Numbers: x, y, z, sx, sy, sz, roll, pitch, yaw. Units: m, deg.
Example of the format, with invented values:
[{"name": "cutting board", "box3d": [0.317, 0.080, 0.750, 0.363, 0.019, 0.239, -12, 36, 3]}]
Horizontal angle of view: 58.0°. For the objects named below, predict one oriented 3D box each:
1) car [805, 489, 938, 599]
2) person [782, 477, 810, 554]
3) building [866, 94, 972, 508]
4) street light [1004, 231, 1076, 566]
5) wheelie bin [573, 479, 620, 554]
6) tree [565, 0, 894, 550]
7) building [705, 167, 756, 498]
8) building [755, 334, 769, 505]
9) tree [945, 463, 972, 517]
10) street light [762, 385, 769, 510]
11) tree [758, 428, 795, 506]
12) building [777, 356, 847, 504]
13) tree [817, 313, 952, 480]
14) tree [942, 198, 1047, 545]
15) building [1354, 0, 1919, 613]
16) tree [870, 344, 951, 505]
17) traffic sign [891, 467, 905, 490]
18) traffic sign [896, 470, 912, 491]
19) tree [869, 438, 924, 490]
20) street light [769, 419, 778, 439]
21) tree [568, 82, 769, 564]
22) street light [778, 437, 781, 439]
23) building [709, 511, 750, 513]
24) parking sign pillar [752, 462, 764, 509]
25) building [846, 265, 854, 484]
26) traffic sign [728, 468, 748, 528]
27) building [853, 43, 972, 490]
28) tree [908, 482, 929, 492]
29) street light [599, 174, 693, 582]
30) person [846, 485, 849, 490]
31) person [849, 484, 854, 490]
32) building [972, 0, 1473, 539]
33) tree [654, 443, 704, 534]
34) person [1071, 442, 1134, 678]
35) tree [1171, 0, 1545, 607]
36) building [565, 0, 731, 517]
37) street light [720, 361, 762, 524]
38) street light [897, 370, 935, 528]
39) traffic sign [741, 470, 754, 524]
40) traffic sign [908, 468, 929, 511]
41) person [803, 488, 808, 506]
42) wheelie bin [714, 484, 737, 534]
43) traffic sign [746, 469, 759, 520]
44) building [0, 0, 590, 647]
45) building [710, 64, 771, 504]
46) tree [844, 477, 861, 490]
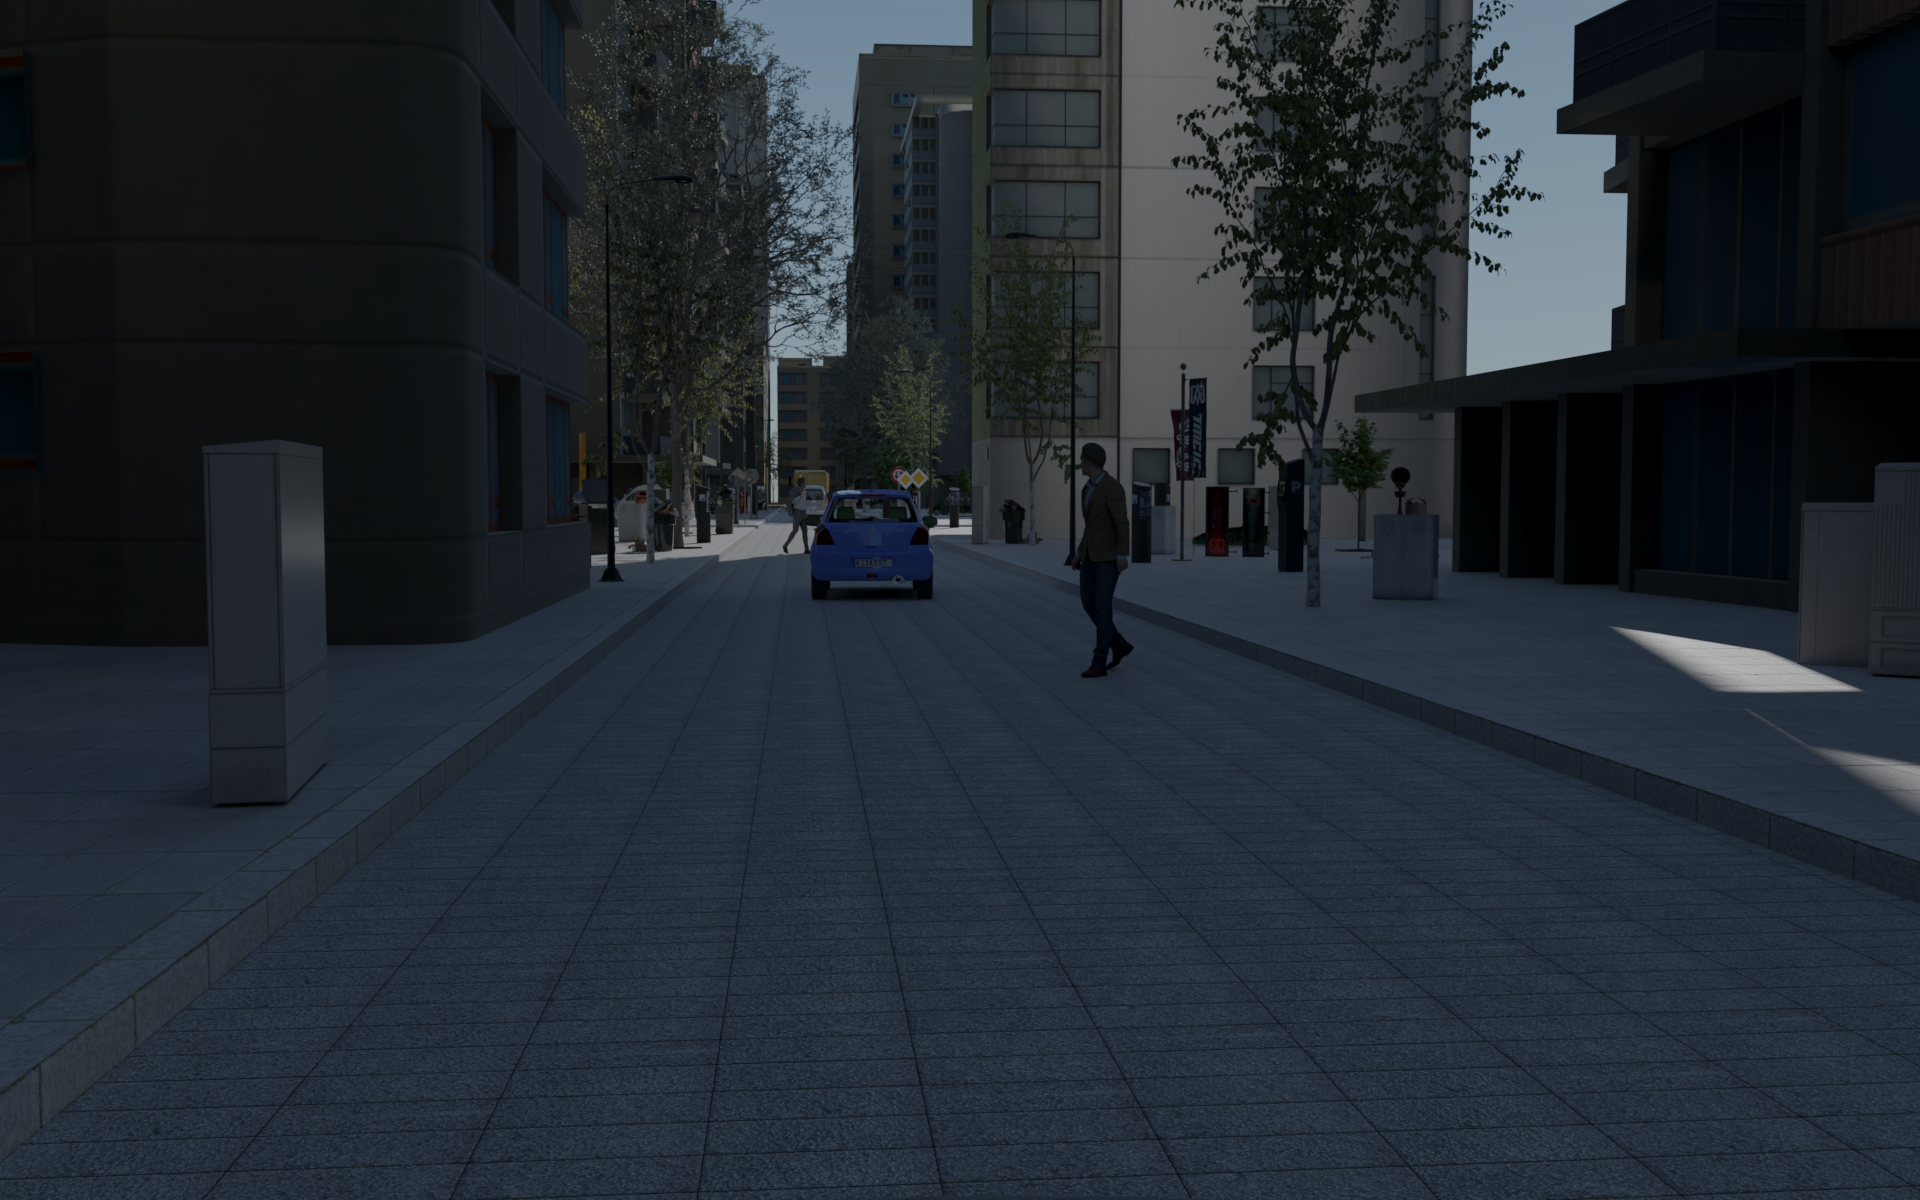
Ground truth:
[{"name": "car", "box3d": [-1.271, -0.935, 24.884, 1.945, 1.707, 3.694, 0, 4, -3]}, {"name": "person", "box3d": [-3.878, -2.007, 41.418, 0.850, 1.850, 0.679, 2, 4, 24]}, {"name": "building", "box3d": [7.457, -28.782, 162.462, 32.217, 40.220, 23.993, 0, 4, -5]}, {"name": "street light", "box3d": [1.479, -3.566, 30.850, 1.470, 5.913, 1.316, 0, 4, -5]}, {"name": "wheelie bin", "box3d": [-7.805, -1.783, 37.065, 0.980, 1.594, 0.693, -2, 4, -30]}, {"name": "tree", "box3d": [-6.579, -7.934, 40.091, 12.009, 13.543, 11.850, 0, 3, 0]}, {"name": "building", "box3d": [-25.601, -23.455, 155.198, 14.160, 30.474, 14.107, 0, 4, -5]}, {"name": "building", "box3d": [-37.860, -22.221, 208.348, 28.899, 21.520, 27.650, 0, 4, -5]}, {"name": "tree", "box3d": [0.243, -6.339, 98.242, 1.663, 3.219, 1.824, 0, 3, 0]}, {"name": "street light", "box3d": [-8.957, -6.160, 73.257, 1.470, 5.913, 1.316, 0, 4, -5]}, {"name": "tree", "box3d": [-20.667, -14.829, 192.819, 4.737, 8.622, 4.395, 0, 3, 0]}, {"name": "building", "box3d": [-11.413, -24.622, 247.616, 28.899, 21.520, 27.650, 0, 4, -5]}, {"name": "tree", "box3d": [-5.123, -13.037, 119.811, 9.857, 13.997, 8.962, 0, 3, 0]}, {"name": "tree", "box3d": [1.728, -5.662, 42.944, 4.737, 8.622, 4.395, 0, 3, 0]}, {"name": "building", "box3d": [18.880, -22.086, 15.731, 22.147, 44.769, 28.867, 0, 4, -5]}, {"name": "tree", "box3d": [-2.246, -8.183, 84.147, 4.360, 8.622, 3.978, 0, 3, 0]}, {"name": "traffic sign", "box3d": [-2.854, -4.937, 80.818, 0.768, 2.556, 0.104, 0, 4, 0]}, {"name": "traffic sign", "box3d": [-2.309, -4.283, 73.674, 0.795, 2.450, 0.064, 0, 4, -5]}, {"name": "tree", "box3d": [-3.478, -6.885, 96.278, 4.285, 4.588, 4.351, 0, 3, 0]}, {"name": "street light", "box3d": [-12.186, -8.243, 107.317, 1.470, 5.913, 1.316, 0, 4, -5]}, {"name": "tree", "box3d": [-5.652, -4.986, 31.883, 4.360, 8.622, 3.978, 0, 3, 0]}, {"name": "street light", "box3d": [-15.360, -10.366, 142.027, 1.470, 5.913, 1.316, 0, 4, -5]}, {"name": "building", "box3d": [-31.479, -26.461, 124.516, 32.217, 40.220, 23.993, 0, 4, -5]}, {"name": "parking sign pillar", "box3d": [-17.082, -9.552, 144.648, 1.447, 3.967, 1.447, 0, 4, 4]}, {"name": "building", "box3d": [-7.238, -27.233, 216.955, 14.160, 30.474, 14.107, 0, 4, -5]}, {"name": "traffic sign", "box3d": [-8.341, -3.760, 65.120, 0.795, 2.450, 0.064, 0, 4, -5]}, {"name": "building", "box3d": [-0.394, -34.313, 184.717, 21.300, 48.544, 21.600, 0, 4, -5]}, {"name": "tree", "box3d": [-3.680, -9.292, 146.531, 1.663, 3.219, 1.824, 0, 3, 0]}, {"name": "street light", "box3d": [-4.577, -3.226, 25.283, 1.470, 5.913, 1.316, 0, 4, -5]}, {"name": "person", "box3d": [-4.730, -3.946, 73.039, 0.654, 1.822, 0.581, -2, 4, -27]}, {"name": "person", "box3d": [-3.945, -3.304, 62.695, 0.511, 1.800, 0.466, -2, 4, -28]}, {"name": "building", "box3d": [7.208, -22.727, 55.177, 14.154, 41.232, 14.086, 0, 4, -5]}, {"name": "tree", "box3d": [-9.200, -3.766, 56.182, 1.663, 3.219, 1.824, 0, 3, 0]}, {"name": "person", "box3d": [1.123, -0.331, 13.818, 0.656, 1.842, 0.836, 2, 4, 34]}, {"name": "tree", "box3d": [4.223, -4.241, 19.697, 4.737, 8.622, 4.395, 0, 3, 0]}, {"name": "building", "box3d": [-23.368, -26.559, 88.860, 22.147, 44.769, 28.867, 0, 4, -5]}, {"name": "street light", "box3d": [-7.717, -5.348, 59.978, 1.470, 5.913, 1.316, 0, 4, -5]}, {"name": "street light", "box3d": [-1.641, -5.654, 64.984, 1.470, 5.913, 1.316, 0, 4, -5]}, {"name": "traffic sign", "box3d": [-9.076, -4.246, 73.072, 0.795, 2.450, 0.064, 0, 4, -5]}, {"name": "traffic sign", "box3d": [-1.574, -3.797, 65.723, 0.795, 2.450, 0.064, 0, 4, -5]}, {"name": "person", "box3d": [-7.420, -4.498, 81.411, 0.474, 1.900, 0.648, 1, 4, 10]}, {"name": "wheelie bin", "box3d": [-7.543, -2.920, 55.652, 0.693, 1.594, 0.980, 0, 4, -2]}, {"name": "traffic sign", "box3d": [-10.415, -5.274, 86.333, 0.768, 2.556, 0.104, 0, 4, 2]}, {"name": "building", "box3d": [-17.493, -9.930, 7.397, 27.650, 21.520, 28.899, 0, 4, -5]}, {"name": "building", "box3d": [-40.520, -42.698, 240.118, 28.212, 58.520, 21.231, 0, 4, -5]}, {"name": "tree", "box3d": [-10.625, -10.734, 170.094, 1.663, 3.219, 1.824, 0, 3, 0]}]
